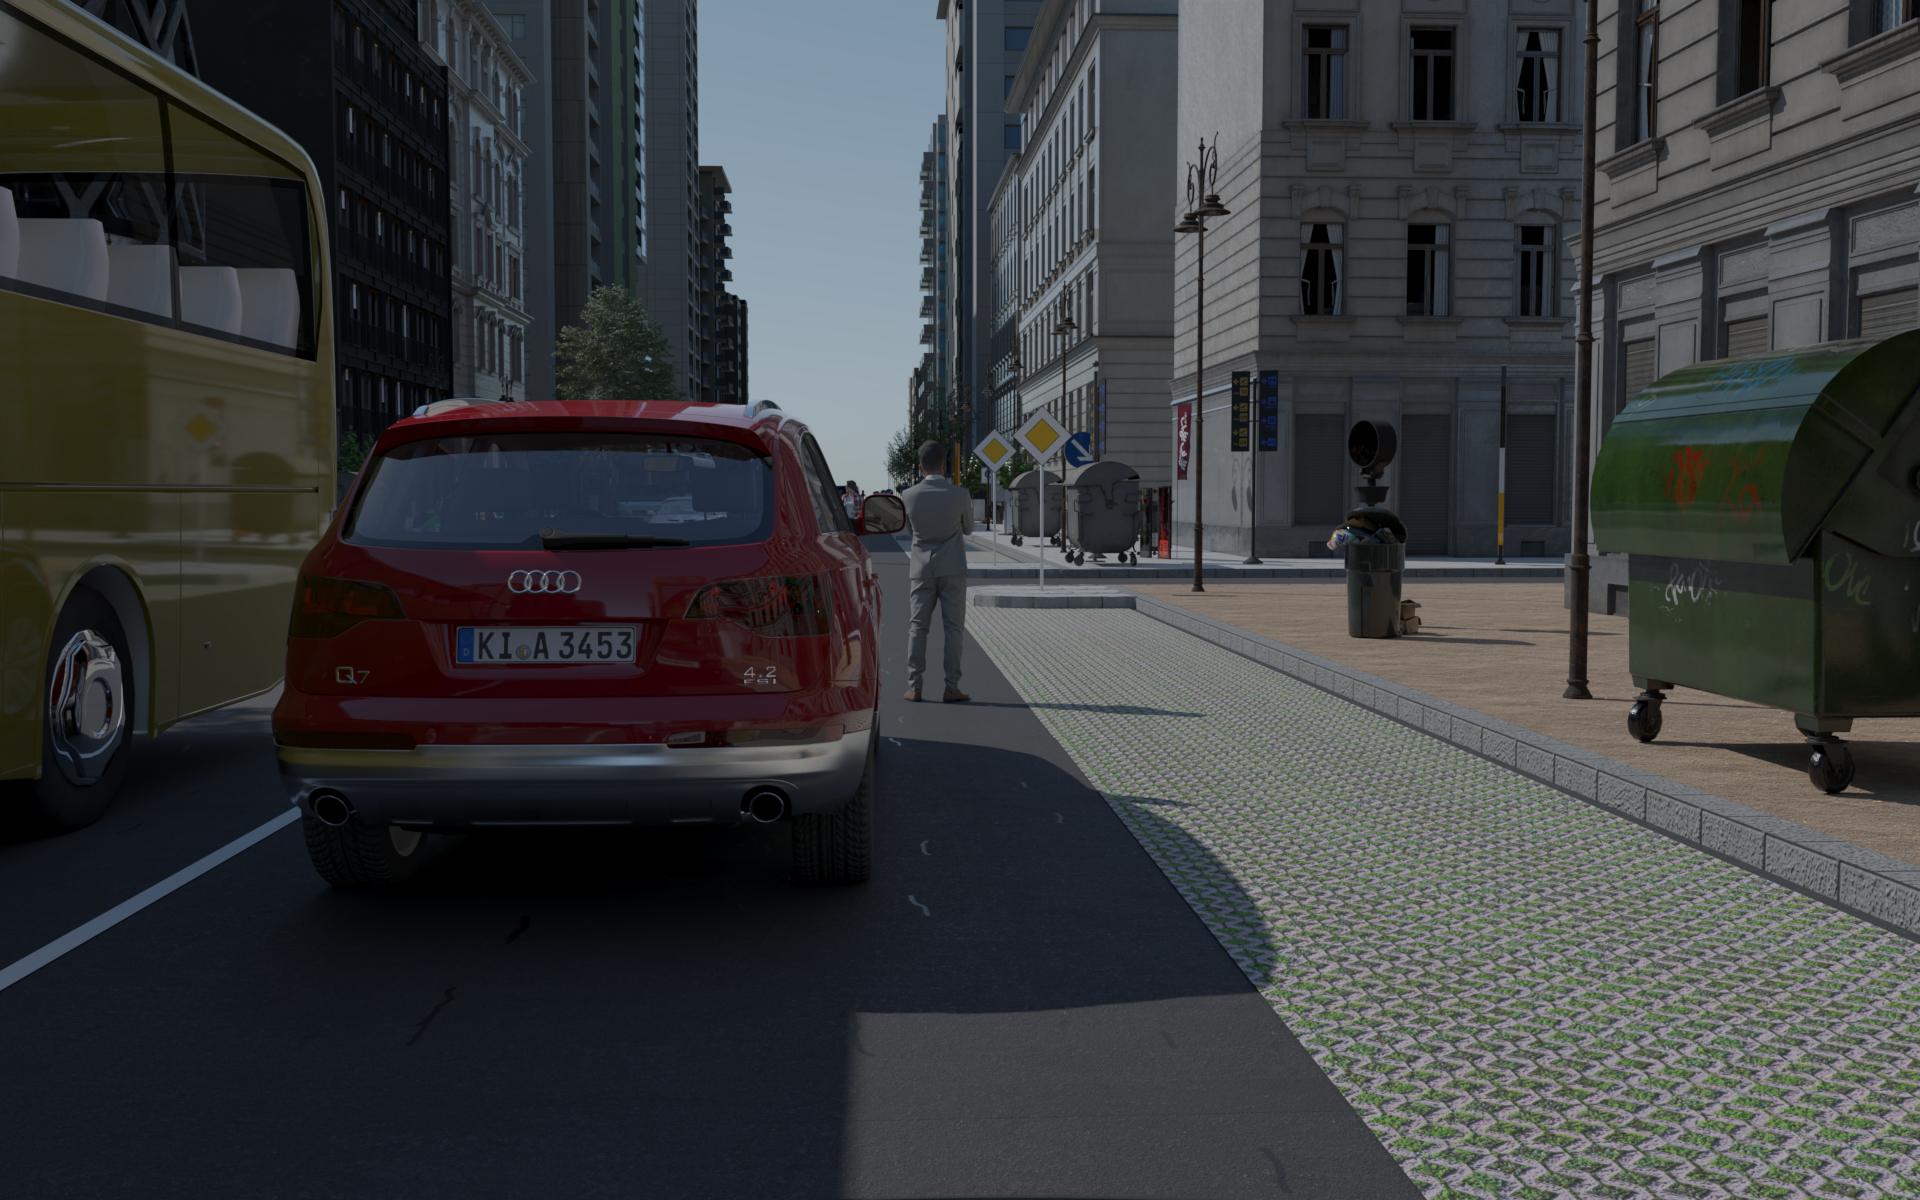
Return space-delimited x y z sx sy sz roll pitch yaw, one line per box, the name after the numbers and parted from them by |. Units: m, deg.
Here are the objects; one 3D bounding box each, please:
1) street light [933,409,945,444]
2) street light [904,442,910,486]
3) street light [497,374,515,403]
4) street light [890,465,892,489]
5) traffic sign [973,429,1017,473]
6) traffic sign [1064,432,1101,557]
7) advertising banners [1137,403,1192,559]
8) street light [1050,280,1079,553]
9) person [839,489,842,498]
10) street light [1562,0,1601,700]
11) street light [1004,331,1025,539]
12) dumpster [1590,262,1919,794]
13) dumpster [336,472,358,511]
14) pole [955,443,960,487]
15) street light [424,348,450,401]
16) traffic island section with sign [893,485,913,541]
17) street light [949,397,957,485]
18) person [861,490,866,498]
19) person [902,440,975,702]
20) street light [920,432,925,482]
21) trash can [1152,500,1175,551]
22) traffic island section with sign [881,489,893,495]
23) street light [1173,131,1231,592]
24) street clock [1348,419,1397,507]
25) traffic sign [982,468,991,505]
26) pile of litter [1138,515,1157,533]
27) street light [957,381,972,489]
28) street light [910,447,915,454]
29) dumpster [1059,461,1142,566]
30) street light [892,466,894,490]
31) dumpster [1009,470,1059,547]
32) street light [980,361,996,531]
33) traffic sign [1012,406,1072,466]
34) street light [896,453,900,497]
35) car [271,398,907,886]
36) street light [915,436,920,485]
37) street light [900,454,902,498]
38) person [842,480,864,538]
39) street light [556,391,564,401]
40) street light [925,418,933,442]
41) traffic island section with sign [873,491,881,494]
-1.053 -7.449 94.587 0.468 5.910 1.993 0 4 -3 | street light
-4.335 -10.749 148.532 0.468 5.910 1.993 0 4 -3 | street light
-17.357 -5.732 66.509 0.468 5.910 1.993 0 4 -3 | street light
-8.295 -15.074 219.241 0.468 5.910 1.993 0 4 -3 | street light
0.639 -1.753 30.849 0.795 2.593 0.064 0 4 -3 | traffic sign
2.498 -2.157 35.381 0.768 2.556 0.104 0 4 1 | traffic sign
4.026 -2.321 34.135 0.090 3.025 2.074 -1 4 -23 | advertising banners
2.265 -3.967 37.650 0.468 5.910 1.993 0 4 -3 | street light
-7.998 -6.647 117.713 0.750 1.759 0.617 -1 4 -15 | person
3.886 -2.320 10.719 0.468 5.910 1.993 0 4 -3 | street light
1.546 -4.676 49.238 0.468 5.910 1.993 0 4 -3 | street light
4.091 -0.346 8.151 1.502 2.255 1.985 0 4 -3 | dumpster
-16.009 -2.449 45.805 1.264 1.857 1.865 0 4 -3 | dumpster
-0.106 -4.644 69.774 0.158 3.312 0.155 0 3 0 | pole
-16.530 -5.019 54.854 0.468 5.910 1.993 0 4 -3 | street light
-0.994 -2.761 53.764 1.989 1.847 2.006 0 4 -3 | traffic island section with sign
-0.276 -6.725 82.735 0.468 5.910 1.993 0 4 -3 | street light
-7.276 -7.302 128.567 0.721 1.739 1.217 -3 5 -44 | person
-0.152 -0.207 12.064 0.511 1.800 0.466 0 4 -4 | person
-2.235 -8.699 115.017 0.468 5.910 1.993 0 4 -3 | street light
4.467 -1.671 38.970 0.748 1.137 0.748 0 3 0 | trash can
-2.574 -4.407 80.685 1.989 1.847 2.006 0 4 -3 | traffic island section with sign
3.131 -3.047 22.600 0.468 5.910 1.993 0 4 -3 | street light
4.008 -0.753 16.890 0.358 2.002 0.471 -2 4 -26 | street clock
1.124 -3.968 67.007 0.606 2.300 0.079 0 4 1 | traffic sign
6.036 -2.665 57.545 1.176 0.858 1.719 -3 4 -38 | pile of litter
0.274 -6.024 71.274 0.468 5.910 1.993 0 4 -3 | street light
-3.510 -10.047 137.054 0.468 5.910 1.993 0 4 -3 | street light
2.585 -1.570 31.429 1.264 1.857 1.865 0 4 -3 | dumpster
-7.618 -14.372 207.775 0.468 5.910 1.993 0 4 -3 | street light
1.908 -2.259 42.695 1.264 1.857 1.865 0 4 -3 | dumpster
0.986 -5.350 60.260 0.468 5.910 1.993 0 4 -3 | street light
1.104 -1.265 22.878 0.795 2.593 0.064 0 4 -3 | traffic sign
-6.251 -12.798 182.026 0.468 5.910 1.993 0 4 -3 | street light
-1.379 0.047 7.897 2.281 1.827 5.304 0 4 -2 | car
-2.826 -9.373 126.038 0.468 5.910 1.993 0 4 -3 | street light
-5.430 -12.097 170.578 0.468 5.910 1.993 0 4 -3 | street light
-2.228 -1.630 35.983 0.563 1.720 0.643 1 4 21 | person
-17.847 -6.407 77.536 0.468 5.910 1.993 0 4 -3 | street light
-1.687 -8.123 105.605 0.468 5.910 1.993 0 4 -3 | street light
-5.400 -7.373 129.183 1.989 1.847 2.006 0 4 -3 | traffic island section with sign
